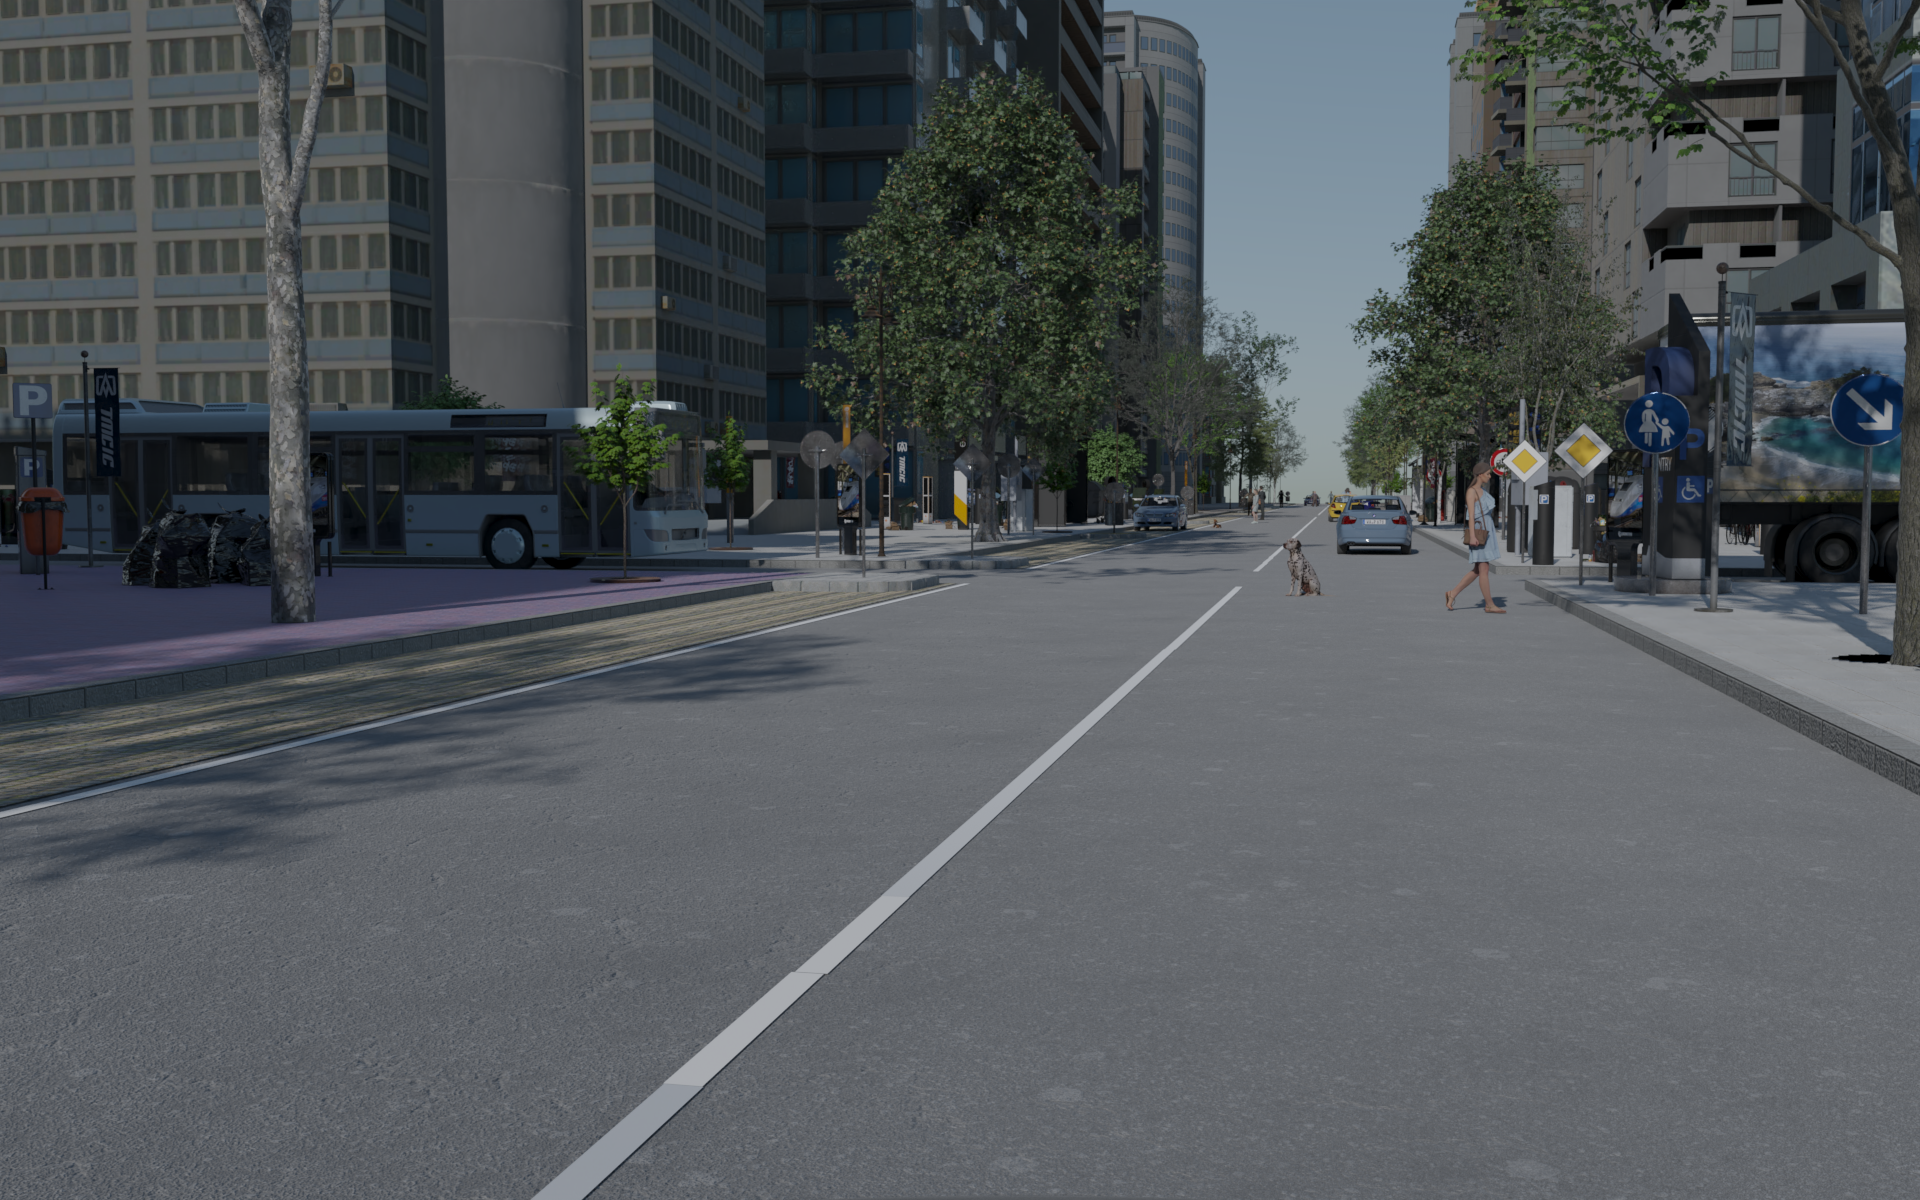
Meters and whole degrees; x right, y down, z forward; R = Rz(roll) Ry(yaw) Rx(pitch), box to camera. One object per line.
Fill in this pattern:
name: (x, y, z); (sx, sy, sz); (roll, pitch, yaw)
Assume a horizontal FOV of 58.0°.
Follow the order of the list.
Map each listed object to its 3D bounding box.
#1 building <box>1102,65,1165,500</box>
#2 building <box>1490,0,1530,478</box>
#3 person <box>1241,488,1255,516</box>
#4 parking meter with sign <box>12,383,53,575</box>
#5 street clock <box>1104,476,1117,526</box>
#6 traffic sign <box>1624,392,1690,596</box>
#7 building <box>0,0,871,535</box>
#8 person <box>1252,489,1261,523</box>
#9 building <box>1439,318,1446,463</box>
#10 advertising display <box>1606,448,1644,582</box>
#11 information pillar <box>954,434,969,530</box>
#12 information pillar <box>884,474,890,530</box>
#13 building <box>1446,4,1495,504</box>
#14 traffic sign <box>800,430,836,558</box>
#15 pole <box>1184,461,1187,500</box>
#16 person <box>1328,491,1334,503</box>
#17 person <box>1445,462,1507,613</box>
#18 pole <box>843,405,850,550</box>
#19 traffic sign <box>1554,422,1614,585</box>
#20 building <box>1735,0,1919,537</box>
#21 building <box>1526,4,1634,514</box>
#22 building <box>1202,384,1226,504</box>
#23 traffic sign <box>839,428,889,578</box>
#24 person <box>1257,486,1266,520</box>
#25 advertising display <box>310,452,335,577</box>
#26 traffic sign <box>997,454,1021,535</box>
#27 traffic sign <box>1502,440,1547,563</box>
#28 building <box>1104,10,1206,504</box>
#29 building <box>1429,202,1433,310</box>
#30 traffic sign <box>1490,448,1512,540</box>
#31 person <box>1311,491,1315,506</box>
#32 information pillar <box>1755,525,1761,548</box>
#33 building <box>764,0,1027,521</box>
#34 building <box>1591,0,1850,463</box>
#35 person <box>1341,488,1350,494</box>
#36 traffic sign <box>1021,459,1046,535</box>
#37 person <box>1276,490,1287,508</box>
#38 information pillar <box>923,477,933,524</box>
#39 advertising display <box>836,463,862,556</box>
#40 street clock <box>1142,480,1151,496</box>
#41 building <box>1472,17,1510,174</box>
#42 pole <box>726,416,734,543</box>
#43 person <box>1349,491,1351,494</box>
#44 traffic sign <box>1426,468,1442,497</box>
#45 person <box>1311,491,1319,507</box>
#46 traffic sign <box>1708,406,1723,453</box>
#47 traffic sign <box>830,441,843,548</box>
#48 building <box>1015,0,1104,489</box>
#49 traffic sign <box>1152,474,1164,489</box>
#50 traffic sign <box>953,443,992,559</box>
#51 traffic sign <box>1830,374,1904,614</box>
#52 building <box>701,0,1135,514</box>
building: (11.313, -29.274, 162.229); (14.154, 41.232, 14.086); (1, 4, 12)
building: (54.363, -29.608, 138.721); (22.147, 44.769, 28.867); (1, 4, 12)
person: (18.738, -6.304, 111.584); (1.348, 1.823, 0.705); (0, 3, 0)
parking meter with sign: (-15.005, -1.943, 28.022); (0.543, 3.016, 1.738); (-2, 4, -30)
street clock: (6.085, -4.009, 70.120); (0.471, 2.002, 0.358); (-2, 4, -35)
traffic sign: (8.732, -1.325, 21.768); (0.768, 2.556, 0.104); (1, 4, 20)
building: (-20.686, -22.705, 63.108); (32.217, 40.220, 23.993); (1, 4, 12)
person: (14.525, -4.622, 85.080); (0.522, 1.701, 0.512); (0, 4, -3)
building: (71.435, -33.722, 234.942); (14.154, 41.232, 14.086); (1, 4, 12)
advertising display: (9.530, -1.192, 24.699); (0.123, 1.923, 0.974); (-1, 4, -10)
information pillar: (0.046, -4.317, 61.930); (0.504, 3.616, 0.183); (1, 4, 23)
information pillar: (-2.650, -3.516, 61.973); (0.304, 2.012, 0.304); (0, 4, -3)
building: (70.607, -41.016, 212.610); (21.231, 58.520, 28.212); (1, 4, 12)
traffic sign: (-2.860, -2.116, 34.706); (0.768, 2.556, 0.104); (1, 4, 15)
pole: (14.031, -6.956, 107.580); (0.158, 3.312, 0.155); (0, 3, 0)
person: (46.366, -12.704, 216.290); (1.350, 1.814, 0.705); (-2, 4, -34)
person: (6.217, -0.753, 20.903); (0.778, 1.811, 0.616); (3, 4, 38)
pole: (-2.598, -2.807, 39.733); (0.158, 3.312, 0.155); (0, 3, 0)
traffic sign: (8.723, -1.263, 24.290); (0.795, 2.450, 0.064); (1, 4, 12)
building: (38.488, -44.778, 44.789); (31.000, 86.520, 22.319); (1, 4, 12)
building: (45.750, -26.578, 118.150); (14.154, 41.232, 14.086); (1, 4, 12)
building: (22.736, -24.443, 244.686); (27.650, 21.520, 28.899); (1, 4, 12)
traffic sign: (-1.473, -1.401, 26.550); (0.795, 2.450, 0.064); (1, 4, 12)
person: (16.550, -5.347, 95.286); (0.474, 1.900, 0.648); (2, 4, 24)
advertising display: (-10.169, -1.334, 27.025); (0.974, 1.923, 0.123); (2, 4, 24)
traffic sign: (1.529, -3.326, 54.493); (0.768, 2.556, 0.104); (1, 4, 17)
traffic sign: (10.442, -1.740, 32.089); (0.795, 2.450, 0.064); (1, 4, 12)
building: (18.574, -41.146, 214.737); (21.231, 58.520, 28.212); (1, 4, 12)
building: (74.863, -36.671, 249.677); (14.600, 45.320, 14.200); (1, 4, 12)
traffic sign: (15.155, -2.945, 48.257); (0.768, 2.556, 0.104); (1, 4, 17)
person: (43.636, -12.576, 214.097); (1.348, 1.826, 0.705); (3, 5, 43)
information pillar: (19.320, -2.269, 41.588); (0.304, 2.012, 0.304); (0, 4, 7)
building: (-8.662, -29.164, 96.435); (23.786, 49.044, 30.456); (1, 4, 12)
building: (46.475, -30.198, 82.972); (28.713, 52.752, 27.495); (1, 4, 12)
person: (21.604, -5.410, 97.226); (0.793, 1.790, 0.793); (-3, 5, -39)
traffic sign: (2.295, -3.231, 54.017); (0.795, 2.450, 0.064); (1, 4, 14)
person: (33.654, -10.587, 181.224); (1.348, 1.869, 0.705); (3, 5, 44)
information pillar: (-1.373, -4.238, 73.785); (0.304, 2.012, 0.304); (2, 4, 35)
advertising display: (-2.302, -1.905, 36.356); (0.123, 1.923, 0.974); (-2, 4, -33)
street clock: (9.260, -4.992, 86.183); (0.358, 2.002, 0.471); (-2, 4, -25)
building: (54.941, -31.222, 160.585); (14.600, 45.320, 14.200); (1, 4, 12)
pole: (-6.025, -3.149, 45.337); (0.158, 3.312, 0.155); (0, 3, 0)
person: (35.012, -8.975, 156.037); (0.742, 1.727, 0.445); (-1, 4, -18)
traffic sign: (22.672, -5.065, 82.917); (0.768, 2.556, 0.104); (1, 4, 16)
person: (39.624, -11.261, 193.172); (0.990, 1.755, 0.434); (0, 4, -2)
traffic sign: (10.134, -1.462, 24.007); (0.768, 2.556, 0.104); (1, 4, 20)
traffic sign: (-2.786, -2.528, 41.438); (0.768, 2.556, 0.104); (1, 4, 17)
building: (-1.907, -30.483, 122.105); (21.300, 48.544, 21.600); (1, 4, 12)
traffic sign: (12.372, -6.610, 108.180); (0.768, 2.556, 0.104); (1, 4, 19)
traffic sign: (0.246, -1.878, 34.348); (0.795, 2.450, 0.064); (1, 4, 12)
traffic sign: (9.654, -1.121, 18.434); (0.768, 2.556, 0.104); (1, 4, 21)
building: (-1.847, -27.753, 145.644); (32.217, 40.220, 23.993); (1, 4, 12)
